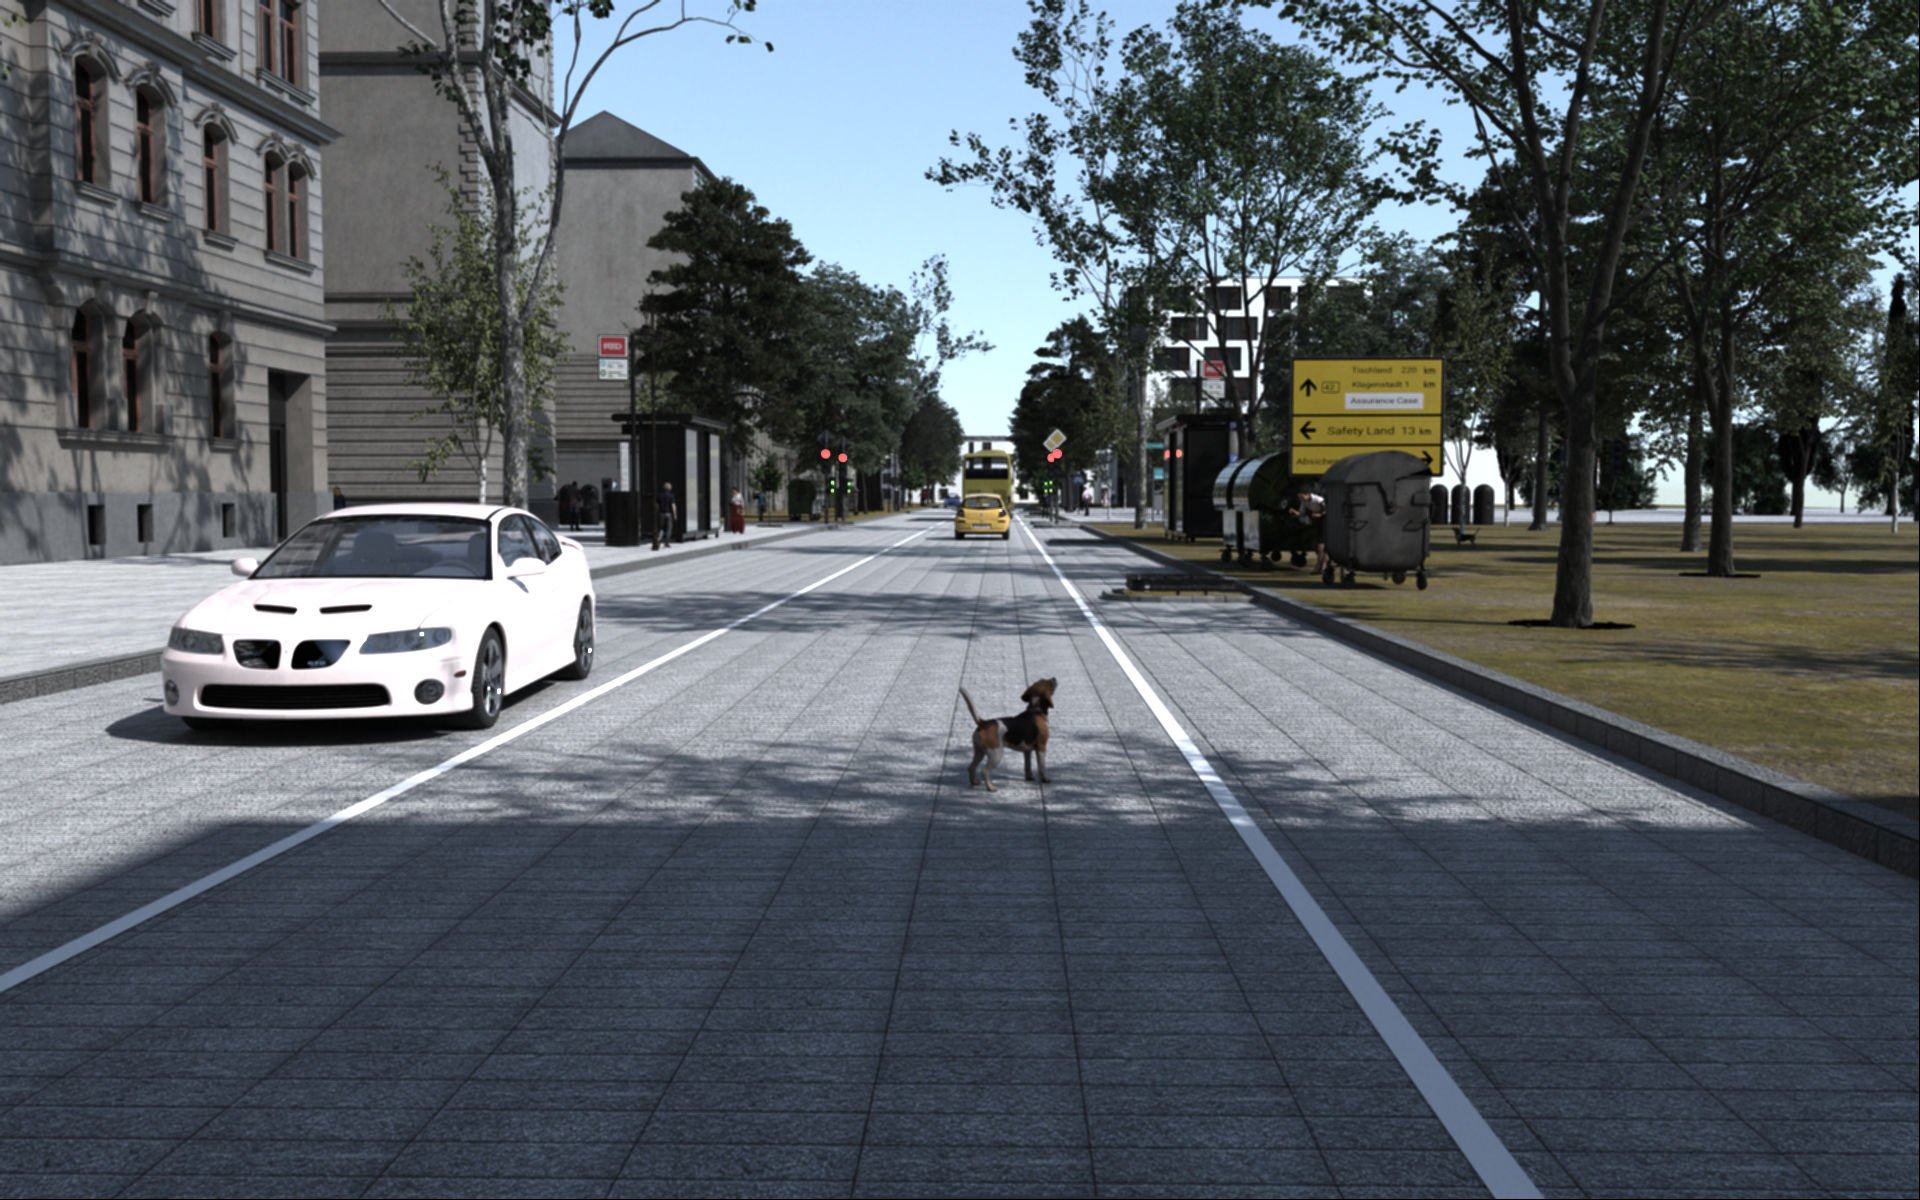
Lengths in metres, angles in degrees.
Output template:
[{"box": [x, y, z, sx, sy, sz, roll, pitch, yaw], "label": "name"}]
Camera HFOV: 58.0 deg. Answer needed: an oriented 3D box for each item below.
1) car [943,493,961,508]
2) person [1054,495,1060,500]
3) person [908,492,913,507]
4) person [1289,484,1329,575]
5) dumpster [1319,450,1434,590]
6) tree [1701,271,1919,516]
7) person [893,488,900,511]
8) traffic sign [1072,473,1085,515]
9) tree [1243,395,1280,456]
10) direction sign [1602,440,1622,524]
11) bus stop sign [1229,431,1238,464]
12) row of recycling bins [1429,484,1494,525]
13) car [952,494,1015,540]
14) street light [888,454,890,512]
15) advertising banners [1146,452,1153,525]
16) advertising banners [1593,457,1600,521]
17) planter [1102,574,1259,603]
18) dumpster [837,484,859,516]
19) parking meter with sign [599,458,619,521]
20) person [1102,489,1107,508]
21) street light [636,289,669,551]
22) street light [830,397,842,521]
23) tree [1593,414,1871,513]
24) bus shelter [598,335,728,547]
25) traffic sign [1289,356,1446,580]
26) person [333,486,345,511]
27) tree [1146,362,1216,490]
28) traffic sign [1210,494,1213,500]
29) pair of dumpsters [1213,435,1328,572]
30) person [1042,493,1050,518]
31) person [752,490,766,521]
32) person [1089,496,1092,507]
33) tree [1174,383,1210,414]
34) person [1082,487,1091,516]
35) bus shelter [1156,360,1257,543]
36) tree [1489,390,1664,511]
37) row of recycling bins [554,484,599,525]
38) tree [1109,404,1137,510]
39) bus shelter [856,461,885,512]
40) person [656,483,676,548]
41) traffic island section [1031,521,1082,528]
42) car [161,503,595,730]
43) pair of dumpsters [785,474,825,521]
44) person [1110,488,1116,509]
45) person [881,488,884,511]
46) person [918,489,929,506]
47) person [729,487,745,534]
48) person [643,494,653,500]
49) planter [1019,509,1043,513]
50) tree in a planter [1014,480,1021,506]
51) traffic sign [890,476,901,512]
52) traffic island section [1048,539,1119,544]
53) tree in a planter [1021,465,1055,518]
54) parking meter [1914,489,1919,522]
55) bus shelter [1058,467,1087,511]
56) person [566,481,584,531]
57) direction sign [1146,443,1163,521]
[{"box": [-0.806, -10.447, 180.400, 1.945, 1.707, 3.694, 0, 4, 1], "label": "car"}, {"box": [8.138, -8.365, 145.994, 0.628, 1.438, 0.799, 0, 4, -7], "label": "person"}, {"box": [-5.179, -10.565, 178.803, 0.705, 1.821, 1.348, 1, 4, 15], "label": "person"}, {"box": [5.618, -1.121, 27.555, 0.628, 1.438, 0.799, 1, 4, 22], "label": "person"}, {"box": [5.728, -1.106, 23.836, 1.264, 1.857, 1.865, 0, 4, 1], "label": "dumpster"}, {"box": [53.928, -12.252, 102.135, 18.604, 14.587, 13.155, 0, 4, 7], "label": "tree"}, {"box": [-4.857, -7.692, 132.255, 0.568, 1.767, 0.683, -2, 4, -34], "label": "person"}, {"box": [7.324, -6.538, 106.994, 0.768, 2.556, 0.104, 0, 4, 8], "label": "traffic sign"}, {"box": [22.652, -10.868, 128.060, 4.737, 8.622, 4.395, 0, 3, 0], "label": "tree"}, {"box": [27.490, -4.960, 73.090, 0.379, 3.537, 0.876, -2, 4, -34], "label": "direction sign"}, {"box": [11.379, -5.118, 72.699, 0.837, 3.901, 0.837, -2, 4, -30], "label": "bus stop sign"}, {"box": [20.576, -4.010, 72.675, 3.534, 1.692, 1.069, 1, 4, 17], "label": "row of recycling bins"}, {"box": [0.734, -2.755, 55.268, 2.015, 1.641, 3.980, 0, 4, 2], "label": "car"}, {"box": [-4.996, -9.114, 121.800, 0.468, 5.910, 1.993, 0, 4, 1], "label": "street light"}, {"box": [7.713, -4.662, 72.409, 0.090, 3.025, 2.074, -1, 4, -13], "label": "advertising banners"}, {"box": [30.008, -5.250, 82.030, 0.090, 3.025, 2.074, 2, 4, 35], "label": "advertising banners"}, {"box": [2.964, -0.162, 23.790, 1.991, 0.319, 1.994, 0, 4, 1], "label": "planter"}, {"box": [-6.697, -5.949, 103.020, 1.264, 1.857, 1.865, 0, 4, 1], "label": "dumpster"}, {"box": [-16.813, -5.313, 83.134, 1.738, 3.016, 0.543, 2, 4, 31], "label": "parking meter with sign"}, {"box": [13.496, -9.485, 161.796, 0.551, 1.740, 0.621, 2, 4, 35], "label": "person"}, {"box": [-6.938, -4.064, 39.228, 0.468, 5.910, 1.993, 0, 4, 1], "label": "street light"}, {"box": [-5.900, -6.702, 82.370, 0.468, 5.910, 1.993, 0, 4, 1], "label": "street light"}, {"box": [53.382, -9.633, 120.410, 20.602, 7.101, 11.467, -1, 4, -16], "label": "tree"}, {"box": [-7.968, -4.204, 46.375, 2.179, 5.291, 8.768, 0, 4, 1], "label": "bus shelter"}, {"box": [6.014, -1.945, 25.670, 2.265, 3.308, 0.079, 0, 4, 3], "label": "traffic sign"}, {"box": [-18.771, -2.674, 52.307, 0.480, 1.512, 0.613, -3, 4, -37], "label": "person"}, {"box": [12.287, -8.947, 96.652, 4.360, 8.622, 3.978, 0, 3, 0], "label": "tree"}, {"box": [7.875, -3.306, 54.162, 0.768, 2.556, 0.104, 1, 4, 11], "label": "traffic sign"}, {"box": [5.522, -1.717, 30.574, 1.574, 2.255, 4.436, 0, 4, 1], "label": "pair of dumpsters"}, {"box": [5.006, -5.558, 102.060, 0.574, 1.496, 0.600, 2, 4, 33], "label": "person"}, {"box": [-9.581, -4.583, 82.849, 0.647, 1.594, 0.662, -2, 4, -29], "label": "person"}, {"box": [13.218, -10.237, 176.648, 0.421, 1.427, 0.697, 3, 4, 38], "label": "person"}, {"box": [11.990, -9.514, 105.921, 4.737, 8.622, 4.395, 0, 3, 0], "label": "tree"}, {"box": [7.352, -5.784, 101.553, 0.756, 1.711, 0.436, -2, 4, -33], "label": "person"}, {"box": [6.817, -4.396, 49.502, 2.179, 5.291, 8.768, 0, 4, 1], "label": "bus shelter"}, {"box": [49.387, -14.500, 138.900, 13.155, 14.587, 18.604, 2, 4, 23], "label": "tree"}, {"box": [-16.859, -4.007, 72.634, 3.534, 1.692, 1.069, 0, 4, 6], "label": "row of recycling bins"}, {"box": [13.422, -11.505, 138.474, 4.360, 8.622, 3.978, 0, 3, 0], "label": "tree"}, {"box": [-6.478, -8.279, 126.643, 1.731, 3.624, 6.357, 0, 4, 1], "label": "bus shelter"}, {"box": [-7.041, -2.008, 41.079, 0.471, 1.553, 0.569, -2, 4, -34], "label": "person"}, {"box": [4.135, -3.138, 73.591, 2.009, 0.180, 2.903, 0, 4, 1], "label": "traffic island section"}, {"box": [-3.792, 0.019, 12.048, 2.083, 1.381, 4.827, 0, 4, -1], "label": "car"}, {"box": [-7.430, -4.924, 82.995, 1.574, 2.255, 4.436, 0, 4, 1], "label": "pair of dumpsters"}, {"box": [13.204, -8.842, 150.479, 0.709, 1.838, 0.599, 0, 4, -5], "label": "person"}, {"box": [-5.943, -7.628, 131.672, 0.530, 1.710, 0.541, 2, 4, 29], "label": "person"}, {"box": [-3.779, -10.675, 180.522, 1.348, 1.831, 0.705, 1, 4, 21], "label": "person"}, {"box": [-7.240, -2.920, 56.246, 0.523, 1.526, 0.387, 0, 4, -4], "label": "person"}, {"box": [-15.948, -4.924, 88.514, 0.963, 1.587, 0.435, 1, 4, 16], "label": "person"}, {"box": [5.563, -6.927, 134.391, 1.991, 0.319, 1.994, 0, 4, 1], "label": "planter"}, {"box": [7.325, -13.039, 210.411, 1.991, 3.239, 1.994, 0, 4, 1], "label": "tree in a planter"}, {"box": [-4.675, -7.644, 125.082, 0.768, 2.556, 0.104, 1, 4, 10], "label": "traffic sign"}, {"box": [3.598, -1.709, 50.816, 1.991, 0.108, 1.994, 0, 4, 1], "label": "traffic island section"}, {"box": [4.914, -6.685, 106.524, 1.991, 3.239, 1.994, 0, 4, 1], "label": "tree in a planter"}, {"box": [44.575, -4.410, 80.518, 0.372, 1.533, 0.369, 0, 3, 0], "label": "parking meter"}, {"box": [8.719, -8.592, 134.404, 2.014, 3.302, 5.546, 0, 4, 1], "label": "bus shelter"}, {"box": [-13.377, -3.270, 60.336, 0.655, 1.722, 0.431, 2, 4, 27], "label": "person"}, {"box": [9.646, -5.699, 81.941, 2.525, 3.948, 1.411, -1, 4, -19], "label": "direction sign"}]
